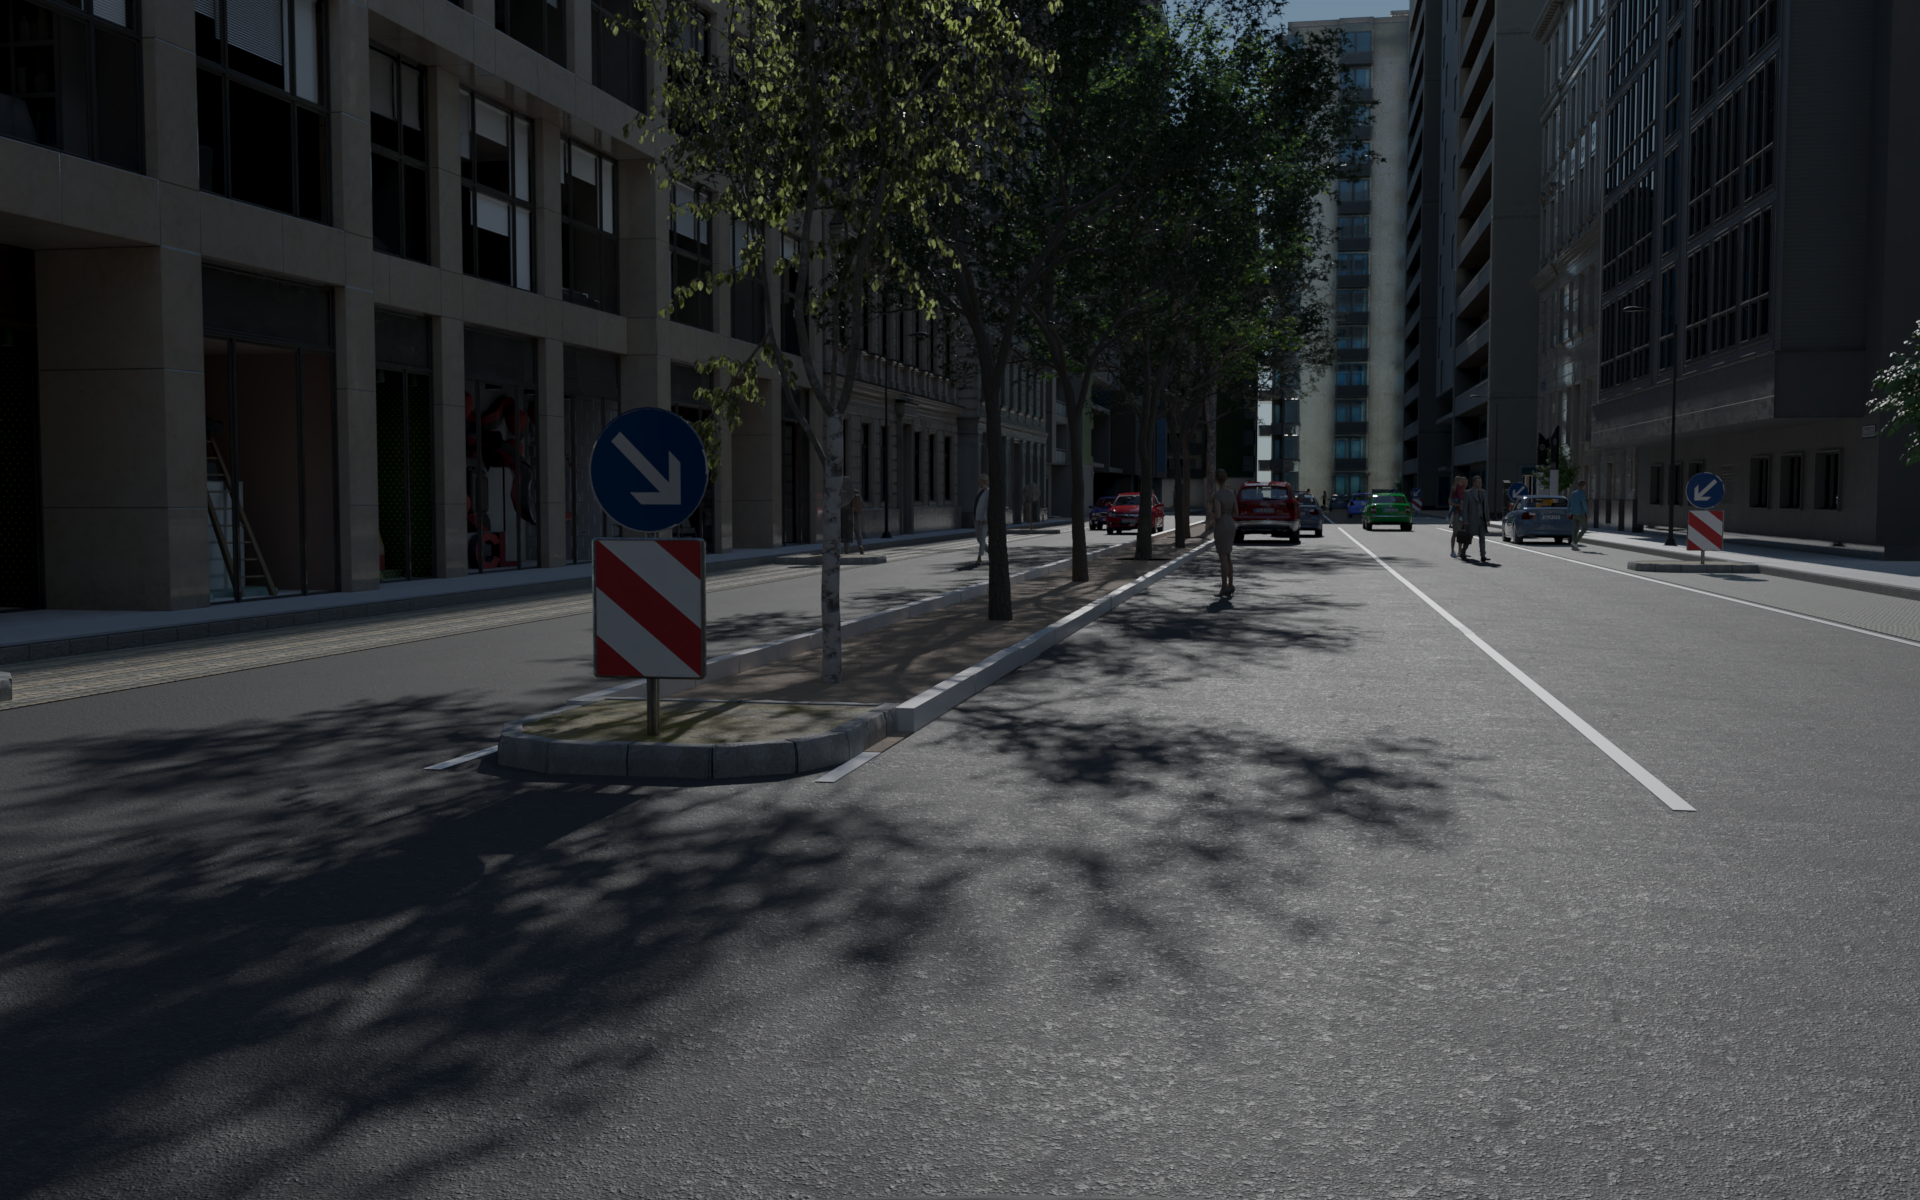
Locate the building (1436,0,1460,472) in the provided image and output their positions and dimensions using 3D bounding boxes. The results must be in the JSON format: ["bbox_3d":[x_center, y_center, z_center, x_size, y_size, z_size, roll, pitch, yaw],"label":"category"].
[{"bbox_3d":[47.370,-32.291,117.201,28.713,52.752,27.495,1,4,11],"label":"building"}]

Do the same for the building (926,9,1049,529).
[{"bbox_3d":[-2.195,-13.695,73.069,9.793,20.994,18.267,1,4,11],"label":"building"}]

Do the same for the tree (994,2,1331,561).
[{"bbox_3d":[4.041,-6.643,36.831,9.928,11.665,9.643,0,3,0],"label":"tree"}]

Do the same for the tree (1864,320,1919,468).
[{"bbox_3d":[15.676,-2.606,26.319,4.285,4.588,4.351,0,3,0],"label":"tree"}]

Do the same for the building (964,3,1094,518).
[{"bbox_3d":[-0.546,-25.044,93.060,14.154,41.232,14.086,1,4,11],"label":"building"}]

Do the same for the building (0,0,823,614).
[{"bbox_3d":[-16.218,-13.752,29.364,19.350,26.468,34.151,1,4,11],"label":"building"}]

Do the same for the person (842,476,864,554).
[{"bbox_3d":[-2.496,-1.877,39.147,0.622,1.834,0.822,-1,4,-21],"label":"person"}]

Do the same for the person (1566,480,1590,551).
[{"bbox_3d":[15.562,-2.128,43.637,0.444,1.785,0.601,-1,4,-15],"label":"person"}]

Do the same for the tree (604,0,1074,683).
[{"bbox_3d":[-0.940,-3.685,13.073,4.360,8.622,3.978,0,3,0],"label":"tree"}]

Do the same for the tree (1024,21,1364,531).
[{"bbox_3d":[8.712,-12.809,67.772,12.611,20.169,13.585,0,3,0],"label":"tree"}]

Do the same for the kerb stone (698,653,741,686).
[{"bbox_3d":[-1.915,0.544,13.297,0.120,0.150,1.000,1,4,11],"label":"kerb stone"}]

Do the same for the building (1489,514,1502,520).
[{"bbox_3d":[38.849,-28.731,93.446,21.300,48.544,21.600,1,4,11],"label":"building"}]

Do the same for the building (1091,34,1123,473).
[{"bbox_3d":[-3.805,-32.125,114.481,28.713,52.752,27.495,1,4,11],"label":"building"}]

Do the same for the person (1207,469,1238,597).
[{"bbox_3d":[3.656,-0.936,24.149,0.374,1.781,0.599,3,5,43],"label":"person"}]

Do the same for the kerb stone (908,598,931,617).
[{"bbox_3d":[-0.539,0.113,20.342,0.120,0.150,1.000,1,4,11],"label":"kerb stone"}]

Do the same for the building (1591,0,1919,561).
[{"bbox_3d":[25.199,-15.258,42.974,14.314,27.812,24.014,1,4,11],"label":"building"}]

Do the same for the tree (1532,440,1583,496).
[{"bbox_3d":[21.185,-4.099,61.615,1.663,3.219,1.824,0,3,0],"label":"tree"}]

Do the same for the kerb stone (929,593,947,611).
[{"bbox_3d":[-0.344,0.054,21.346,0.120,0.150,1.000,1,4,11],"label":"kerb stone"}]

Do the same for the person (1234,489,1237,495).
[{"bbox_3d":[14.757,-5.152,93.412,0.551,1.740,0.621,0,4,2],"label":"person"}]

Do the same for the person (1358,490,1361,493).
[{"bbox_3d":[28.619,-7.012,123.866,1.217,1.735,0.721,-2,4,-31],"label":"person"}]

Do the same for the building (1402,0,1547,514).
[{"bbox_3d":[48.250,-31.720,142.327,21.300,48.544,21.600,1,4,11],"label":"building"}]

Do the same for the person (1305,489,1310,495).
[{"bbox_3d":[17.588,-4.785,87.654,0.530,1.710,0.541,2,4,29],"label":"person"}]

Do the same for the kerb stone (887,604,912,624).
[{"bbox_3d":[-0.735,0.177,19.338,0.120,0.150,1.000,1,4,11],"label":"kerb stone"}]

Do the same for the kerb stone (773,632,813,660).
[{"bbox_3d":[-1.518,0.421,15.308,0.120,0.150,1.000,1,4,11],"label":"kerb stone"}]

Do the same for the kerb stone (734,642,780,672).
[{"bbox_3d":[-1.713,0.483,14.304,0.120,0.150,1.000,1,4,11],"label":"kerb stone"}]

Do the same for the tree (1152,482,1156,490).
[{"bbox_3d":[15.669,-9.188,144.827,1.663,3.219,1.824,0,3,0],"label":"tree"}]

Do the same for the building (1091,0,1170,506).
[{"bbox_3d":[10.885,-30.814,153.912,14.200,45.320,14.600,1,4,11],"label":"building"}]

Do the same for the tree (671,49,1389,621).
[{"bbox_3d":[0.546,-5.062,19.626,8.767,10.594,7.601,1,4,11],"label":"tree"}]

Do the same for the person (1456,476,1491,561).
[{"bbox_3d":[10.991,-1.731,36.900,0.694,1.812,0.767,-1,4,-19],"label":"person"}]

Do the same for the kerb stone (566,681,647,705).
[{"bbox_3d":[-2.301,0.671,11.283,0.120,0.150,1.000,1,4,11],"label":"kerb stone"}]

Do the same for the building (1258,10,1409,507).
[{"bbox_3d":[45.710,-33.913,174.082,30.456,49.044,23.786,1,4,11],"label":"building"}]

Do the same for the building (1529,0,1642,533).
[{"bbox_3d":[30.044,-16.508,67.175,12.463,27.353,25.104,1,4,11],"label":"building"}]

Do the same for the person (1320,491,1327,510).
[{"bbox_3d":[32.650,-8.946,155.562,0.721,1.735,1.217,3,4,37],"label":"person"}]

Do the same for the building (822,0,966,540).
[{"bbox_3d":[-6.299,-11.633,54.831,10.561,19.102,19.286,1,4,11],"label":"building"}]

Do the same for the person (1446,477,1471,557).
[{"bbox_3d":[11.321,-1.884,39.275,0.573,1.828,0.580,2,4,25],"label":"person"}]

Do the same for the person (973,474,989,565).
[{"bbox_3d":[0.512,-1.655,35.436,0.514,1.842,0.818,3,4,38],"label":"person"}]

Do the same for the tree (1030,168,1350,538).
[{"bbox_3d":[7.315,-8.734,55.627,12.009,13.543,11.850,0,3,0],"label":"tree"}]

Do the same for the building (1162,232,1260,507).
[{"bbox_3d":[22.835,-24.590,173.743,14.107,30.474,14.160,1,4,11],"label":"building"}]

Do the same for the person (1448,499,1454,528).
[{"bbox_3d":[20.546,-3.634,72.201,0.394,1.301,0.425,1,4,9],"label":"person"}]

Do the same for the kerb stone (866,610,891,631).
[{"bbox_3d":[-0.927,0.236,18.330,0.120,0.150,1.000,1,4,11],"label":"kerb stone"}]

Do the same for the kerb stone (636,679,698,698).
[{"bbox_3d":[-2.108,0.610,12.294,0.120,0.150,1.000,1,4,11],"label":"kerb stone"}]

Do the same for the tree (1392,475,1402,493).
[{"bbox_3d":[40.225,-9.963,157.493,1.663,3.219,1.824,0,3,0],"label":"tree"}]

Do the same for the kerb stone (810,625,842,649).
[{"bbox_3d":[-1.322,0.364,16.311,0.120,0.150,1.000,1,4,11],"label":"kerb stone"}]

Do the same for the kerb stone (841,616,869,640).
[{"bbox_3d":[-1.120,0.298,17.320,0.120,0.150,1.000,1,4,11],"label":"kerb stone"}]

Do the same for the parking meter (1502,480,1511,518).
[{"bbox_3d":[23.332,-4.174,73.948,0.255,1.863,0.399,0,4,7],"label":"parking meter"}]
